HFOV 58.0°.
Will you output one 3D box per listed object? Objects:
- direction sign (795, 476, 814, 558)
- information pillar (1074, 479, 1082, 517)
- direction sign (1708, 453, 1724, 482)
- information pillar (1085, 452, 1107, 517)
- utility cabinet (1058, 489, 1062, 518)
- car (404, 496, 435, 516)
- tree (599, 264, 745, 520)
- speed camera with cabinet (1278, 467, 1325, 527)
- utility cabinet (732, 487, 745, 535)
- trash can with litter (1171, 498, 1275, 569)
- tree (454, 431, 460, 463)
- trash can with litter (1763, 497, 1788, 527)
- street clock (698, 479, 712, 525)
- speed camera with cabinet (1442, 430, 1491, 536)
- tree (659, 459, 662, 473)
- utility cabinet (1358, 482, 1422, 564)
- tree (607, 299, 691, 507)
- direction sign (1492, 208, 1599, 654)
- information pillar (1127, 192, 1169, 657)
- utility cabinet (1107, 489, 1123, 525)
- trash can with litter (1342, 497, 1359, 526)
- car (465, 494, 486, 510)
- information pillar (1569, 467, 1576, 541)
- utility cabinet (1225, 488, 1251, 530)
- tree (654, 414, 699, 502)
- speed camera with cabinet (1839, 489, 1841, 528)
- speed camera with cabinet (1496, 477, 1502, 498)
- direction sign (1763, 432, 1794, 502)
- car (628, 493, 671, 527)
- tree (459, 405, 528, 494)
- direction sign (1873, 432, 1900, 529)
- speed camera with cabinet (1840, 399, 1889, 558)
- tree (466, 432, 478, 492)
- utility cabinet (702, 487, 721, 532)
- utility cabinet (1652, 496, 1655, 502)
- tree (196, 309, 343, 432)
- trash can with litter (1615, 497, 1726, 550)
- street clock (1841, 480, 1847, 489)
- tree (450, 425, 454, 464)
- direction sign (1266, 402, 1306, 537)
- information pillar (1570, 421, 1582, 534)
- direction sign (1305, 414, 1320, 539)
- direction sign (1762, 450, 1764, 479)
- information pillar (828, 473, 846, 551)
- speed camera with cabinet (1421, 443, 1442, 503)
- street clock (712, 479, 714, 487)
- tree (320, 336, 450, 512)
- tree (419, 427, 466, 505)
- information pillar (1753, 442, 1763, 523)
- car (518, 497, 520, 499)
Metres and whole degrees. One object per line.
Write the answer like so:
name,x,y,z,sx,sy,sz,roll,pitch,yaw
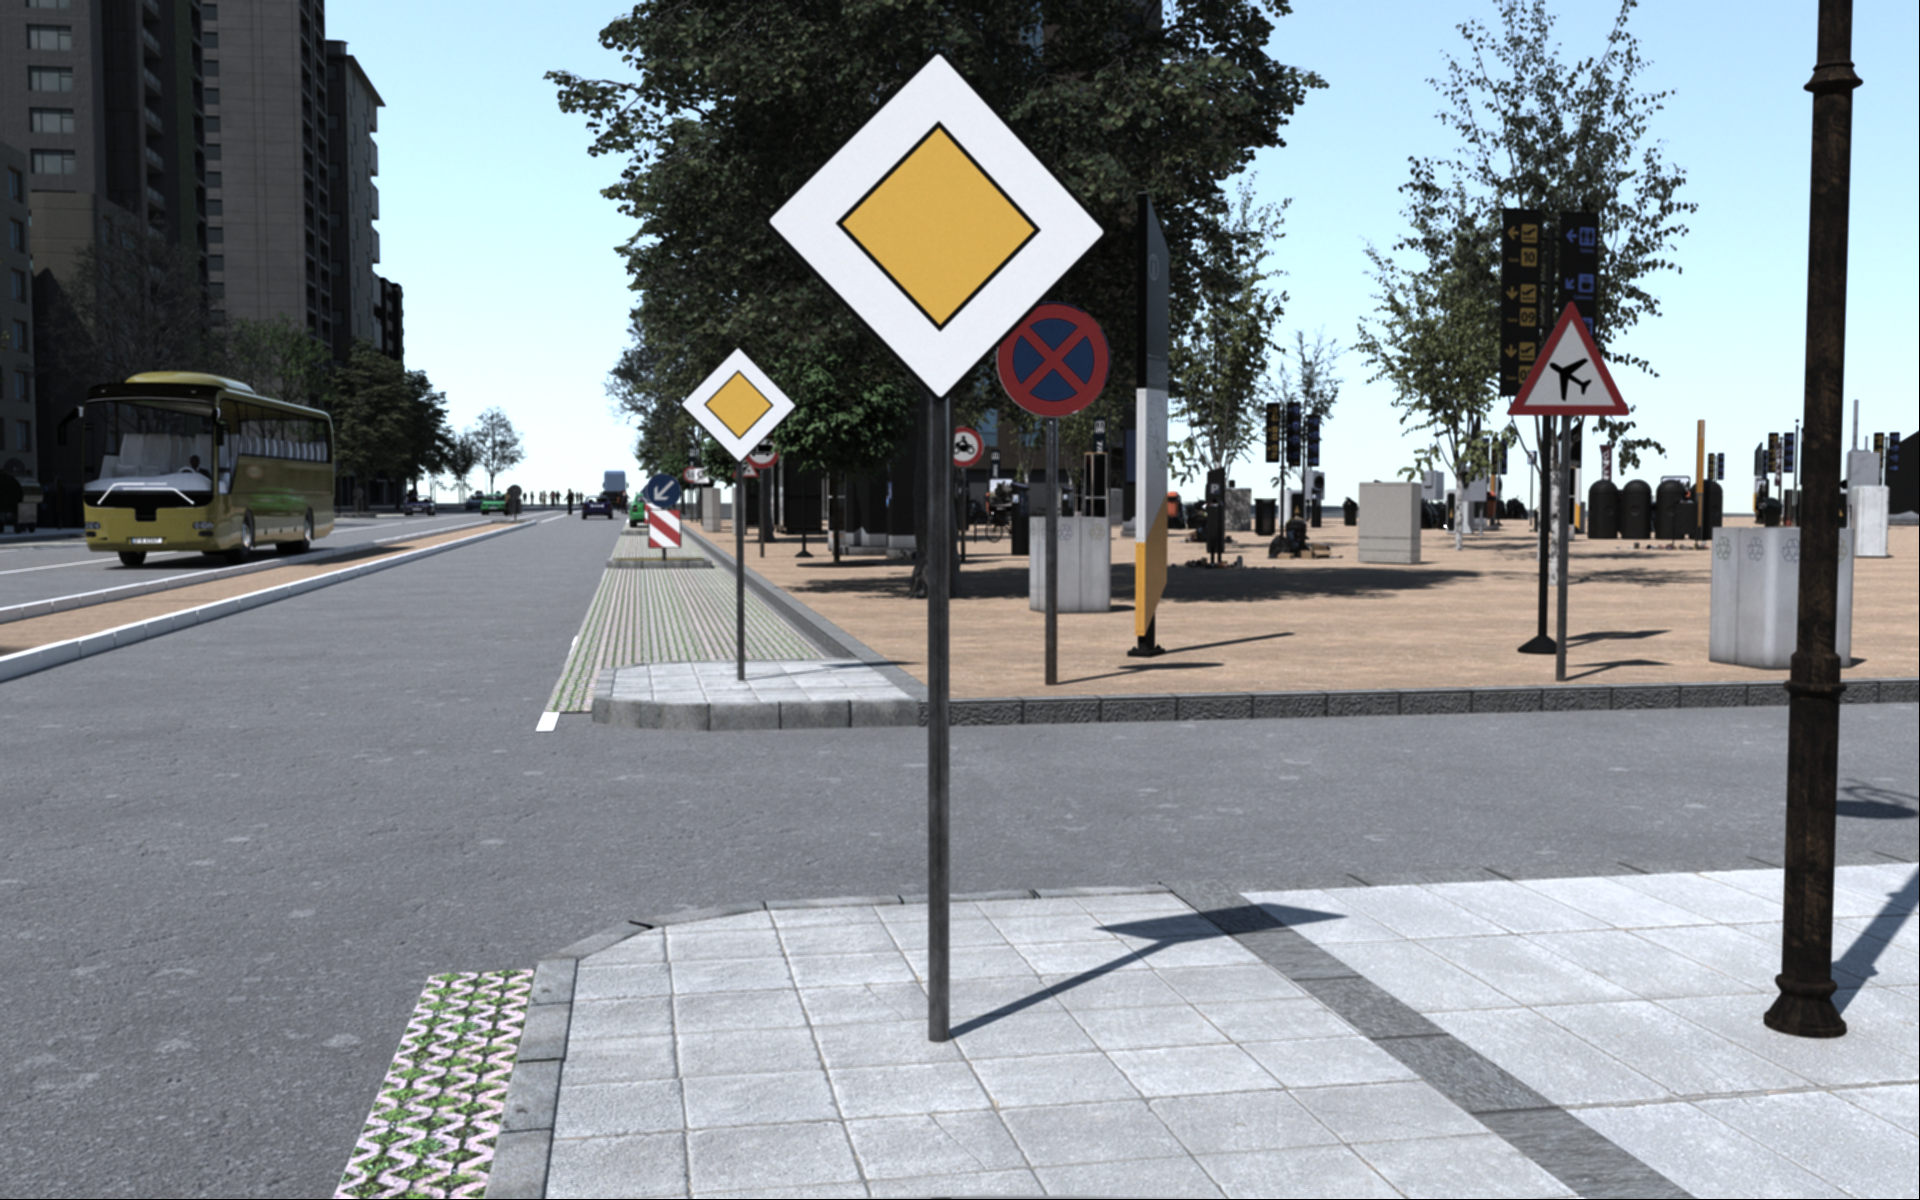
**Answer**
direction sign,-3.167,-2.636,35.091,0.379,3.537,0.876,1,4,13
information pillar,5.601,-4.738,81.964,0.304,2.012,0.304,-1,4,-14
direction sign,41.713,-6.339,95.637,0.379,3.537,0.876,-3,5,-43
information pillar,2.410,-1.606,30.745,0.304,2.012,0.304,-1,4,-22
utility cabinet,3.826,-3.648,68.324,0.318,1.500,1.173,-1,4,-13
car,-36.105,-6.311,115.764,1.945,1.354,3.894,-1,4,-12
tree,-12.978,-10.807,87.058,12.009,13.543,11.850,0,3,0
speed camera with cabinet,13.322,-4.474,67.479,2.038,3.252,0.660,-3,4,-37
utility cabinet,-6.911,-2.778,54.095,0.318,1.500,1.173,-1,4,-13
trash can with litter,4.543,-1.197,30.631,1.678,1.210,2.233,0,4,-5
tree,-49.313,-14.597,156.790,7.486,12.596,7.792,0,3,0
trash can with litter,26.572,-2.742,56.221,0.624,1.170,1.055,-1,4,-9
street clock,-10.819,-4.183,72.963,0.471,2.002,0.358,-1,4,-14
speed camera with cabinet,15.836,-3.658,54.149,0.660,3.252,2.038,0,4,-3
tree,-18.939,-8.222,118.145,4.285,4.588,4.351,0,3,0
utility cabinet,7.908,-1.418,31.863,0.318,1.500,1.173,-3,5,-40
tree,-30.052,-19.271,170.971,12.611,20.169,13.585,0,3,0
direction sign,4.718,-1.341,13.928,0.876,3.537,0.379,-1,4,-17
information pillar,1.521,-1.369,13.744,0.183,3.616,0.504,2,4,28
utility cabinet,6.262,-3.785,70.563,0.318,1.500,1.173,2,4,30
trash can with litter,16.015,-3.585,69.995,1.055,1.170,0.624,0,4,3
car,-42.763,-8.659,153.577,2.014,1.417,4.499,-1,4,-9
information pillar,16.471,-2.597,46.949,0.304,2.012,0.304,0,4,-7
utility cabinet,9.590,-3.177,60.617,1.173,1.500,0.318,0,4,6
tree,-24.215,-12.178,149.479,4.737,8.622,4.395,0,3,0
speed camera with cabinet,30.009,-3.919,58.407,2.038,3.252,0.660,0,4,-8
speed camera with cabinet,28.252,-5.967,91.894,0.660,3.252,2.038,2,4,30
direction sign,30.207,-4.391,63.793,0.876,3.537,0.379,1,4,13
car,-13.434,-4.066,75.277,1.959,1.807,4.718,-1,4,-10
tree,-63.708,-19.896,235.662,12.009,13.543,11.850,0,3,0
direction sign,33.958,-4.377,63.554,0.379,3.537,0.876,-3,5,-44
speed camera with cabinet,18.636,-2.521,35.551,0.660,3.252,2.038,1,4,21
tree,-58.537,-15.465,203.210,4.737,8.622,4.395,0,3,0
utility cabinet,-8.364,-3.042,58.417,0.318,1.500,1.173,-2,4,-25
utility cabinet,29.631,-3.874,74.499,0.306,1.237,1.020,2,4,29
tree,-39.102,-10.585,98.818,9.928,11.665,9.643,0,3,0
trash can with litter,16.512,-1.795,40.409,2.233,1.210,1.678,2,4,27
street clock,44.920,-5.095,87.873,0.358,2.002,0.471,-3,5,-43
tree,-47.728,-13.941,146.064,7.486,12.596,7.792,0,3,0
direction sign,7.965,-3.105,42.762,0.876,3.537,0.379,2,4,31
information pillar,19.585,-3.907,55.227,0.183,3.616,0.504,-3,5,-45
direction sign,9.751,-3.495,49.142,0.876,3.537,0.379,0,4,-2
direction sign,40.963,-5.906,88.563,0.876,3.537,0.379,-2,4,-29
information pillar,-2.769,-2.110,38.986,0.304,2.012,0.304,-3,5,-41
speed camera with cabinet,18.813,-4.431,66.777,0.660,3.252,2.038,-3,5,-39
street clock,-11.281,-4.488,77.943,0.471,2.002,0.358,3,5,44
tree,-42.502,-12.621,124.472,7.486,12.596,7.792,0,3,0
tree,-51.754,-13.418,169.745,4.737,8.622,4.395,0,3,0
information pillar,35.788,-5.280,77.676,0.504,3.616,0.183,-2,4,-35
car,-50.137,-11.266,193.233,2.155,1.783,4.494,-1,4,-11
